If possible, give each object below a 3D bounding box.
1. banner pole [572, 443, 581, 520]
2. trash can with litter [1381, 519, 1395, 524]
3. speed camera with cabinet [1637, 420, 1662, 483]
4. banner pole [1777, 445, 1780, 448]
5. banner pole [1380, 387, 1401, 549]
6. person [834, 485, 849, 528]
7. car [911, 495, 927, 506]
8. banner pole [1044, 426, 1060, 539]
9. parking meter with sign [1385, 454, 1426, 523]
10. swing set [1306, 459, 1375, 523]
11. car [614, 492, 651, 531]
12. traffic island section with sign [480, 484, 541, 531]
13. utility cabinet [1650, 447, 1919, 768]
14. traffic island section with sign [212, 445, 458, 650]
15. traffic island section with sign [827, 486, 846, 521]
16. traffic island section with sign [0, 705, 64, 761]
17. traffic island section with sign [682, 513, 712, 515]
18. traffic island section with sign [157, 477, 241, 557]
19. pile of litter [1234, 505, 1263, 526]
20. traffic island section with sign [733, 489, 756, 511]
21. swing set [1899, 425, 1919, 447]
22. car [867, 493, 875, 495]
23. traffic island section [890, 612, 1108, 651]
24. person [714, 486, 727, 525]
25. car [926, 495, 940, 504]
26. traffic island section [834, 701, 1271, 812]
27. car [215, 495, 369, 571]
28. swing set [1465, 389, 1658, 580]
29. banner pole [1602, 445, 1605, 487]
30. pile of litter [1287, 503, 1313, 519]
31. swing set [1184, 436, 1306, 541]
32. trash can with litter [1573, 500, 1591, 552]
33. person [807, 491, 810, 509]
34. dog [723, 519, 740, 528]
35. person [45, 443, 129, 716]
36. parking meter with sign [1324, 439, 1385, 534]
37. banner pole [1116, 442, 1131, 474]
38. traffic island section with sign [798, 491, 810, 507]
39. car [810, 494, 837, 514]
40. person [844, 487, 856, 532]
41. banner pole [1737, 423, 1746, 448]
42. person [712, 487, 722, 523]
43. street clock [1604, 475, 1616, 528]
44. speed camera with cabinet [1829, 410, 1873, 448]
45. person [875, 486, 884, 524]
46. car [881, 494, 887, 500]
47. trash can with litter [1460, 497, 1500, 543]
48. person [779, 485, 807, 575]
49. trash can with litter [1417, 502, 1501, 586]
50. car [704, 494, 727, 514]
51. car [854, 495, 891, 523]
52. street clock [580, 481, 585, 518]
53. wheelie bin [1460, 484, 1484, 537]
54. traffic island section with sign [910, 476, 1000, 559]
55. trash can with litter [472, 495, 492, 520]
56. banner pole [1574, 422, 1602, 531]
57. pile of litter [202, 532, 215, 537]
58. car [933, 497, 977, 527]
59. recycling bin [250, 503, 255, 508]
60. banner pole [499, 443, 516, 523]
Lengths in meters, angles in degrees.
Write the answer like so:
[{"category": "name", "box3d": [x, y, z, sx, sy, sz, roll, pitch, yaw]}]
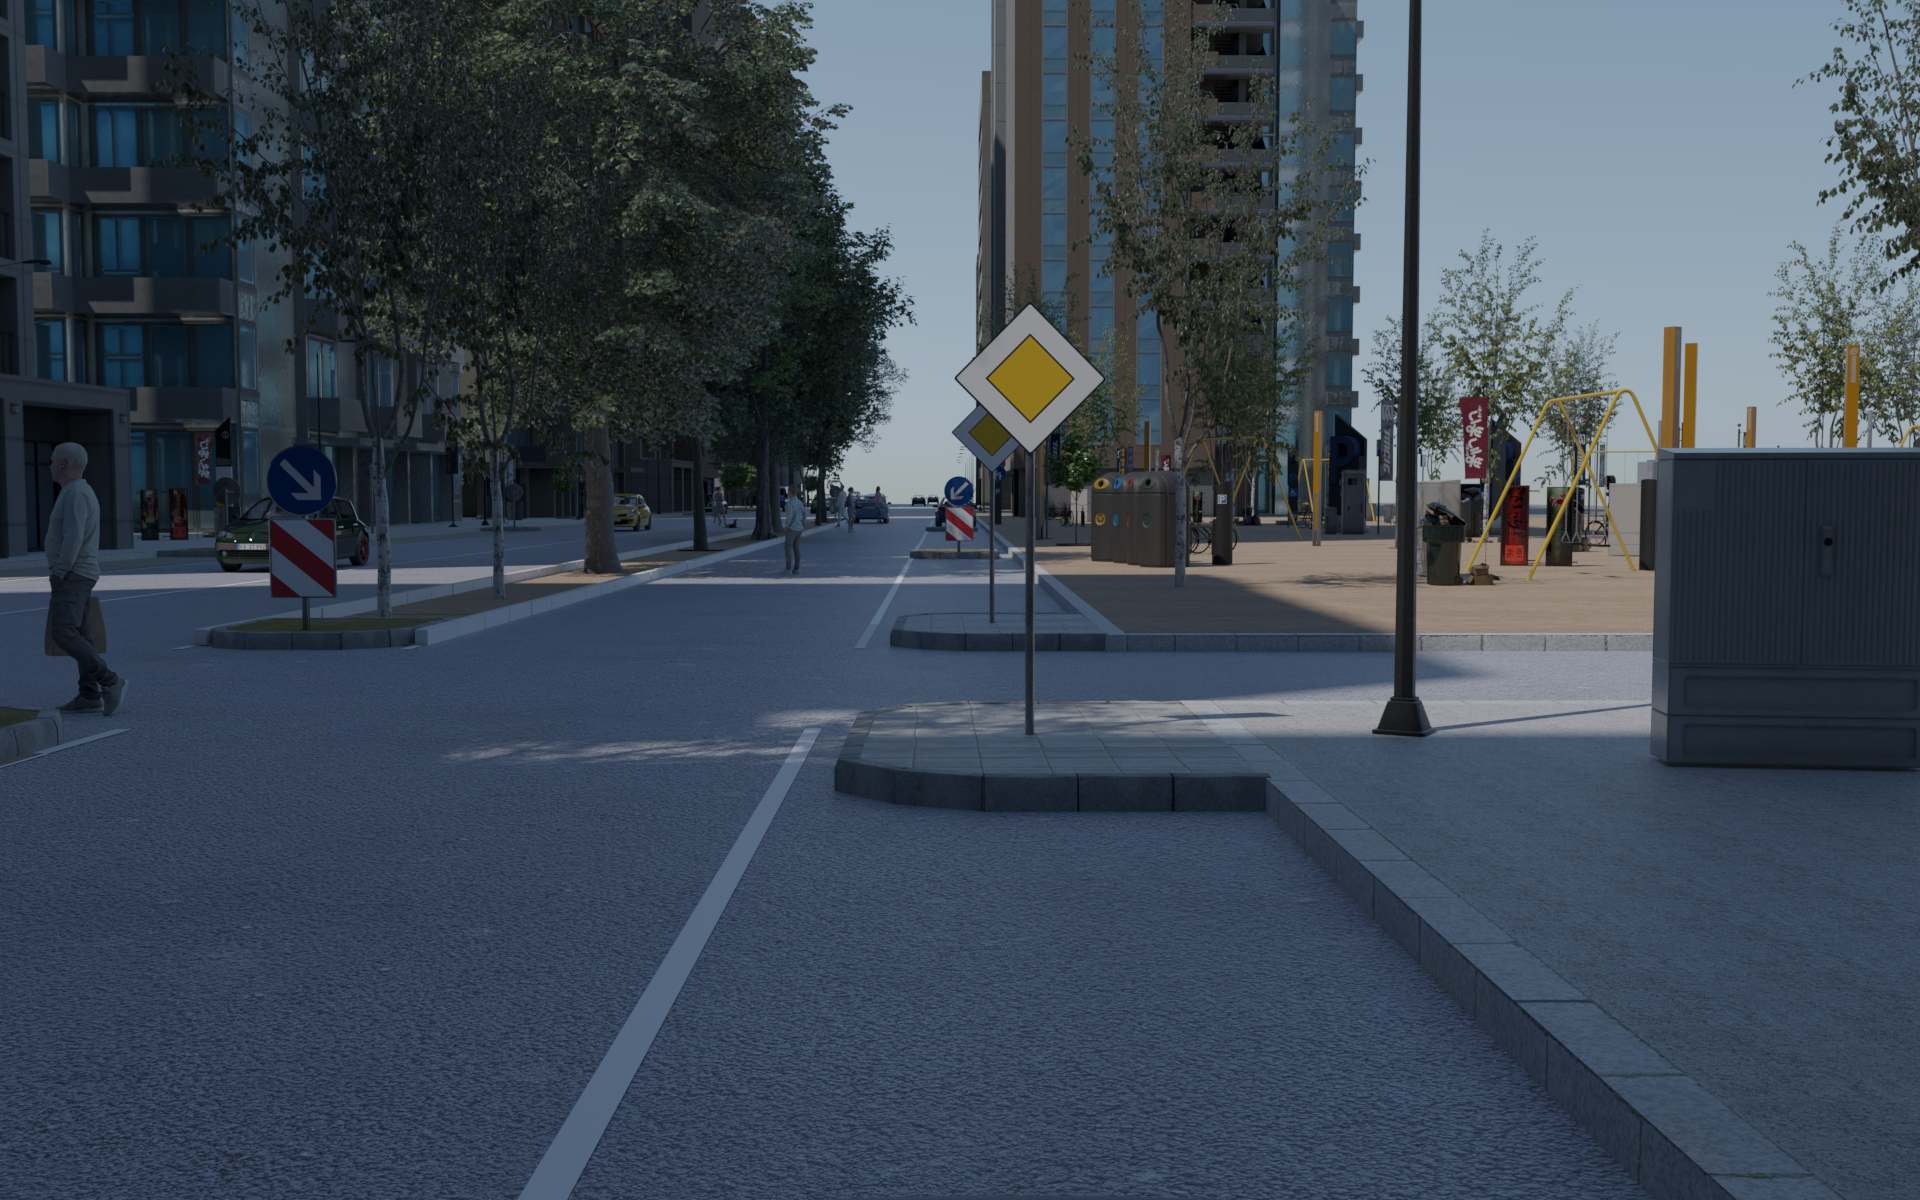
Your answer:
[{"category": "banner pole", "box3d": [-19.036, -5.856, 85.764, 0.401, 3.779, 0.863, -1, 4, -18]}, {"category": "trash can with litter", "box3d": [18.647, -3.858, 74.133, 1.678, 1.210, 2.233, 1, 4, 21]}, {"category": "speed camera with cabinet", "box3d": [19.306, -3.216, 46.911, 2.038, 3.252, 0.660, -2, 4, -24]}, {"category": "banner pole", "box3d": [41.771, -6.057, 89.046, 0.863, 3.779, 0.401, 2, 4, 29]}, {"category": "banner pole", "box3d": [10.097, -3.090, 40.544, 0.863, 3.779, 0.401, -2, 4, -35]}, {"category": "person", "box3d": [-4.986, -4.021, 74.116, 0.818, 1.842, 0.514, 0, 4, 7]}, {"category": "car", "box3d": [-4.978, -12.043, 209.482, 1.945, 1.354, 3.894, 0, 4, -1]}, {"category": "banner pole", "box3d": [2.609, -3.620, 49.204, 0.401, 3.779, 0.863, -2, 4, -33]}, {"category": "parking meter with sign", "box3d": [19.675, -4.919, 76.693, 1.738, 3.016, 0.543, 2, 4, 33]}, {"category": "swing set", "box3d": [16.584, -4.896, 77.662, 3.119, 2.851, 2.862, -1, 4, -12]}, {"category": "car", "box3d": [-13.173, -3.512, 67.640, 2.015, 1.641, 3.980, 0, 4, -1]}, {"category": "traffic island section with sign", "box3d": [-17.294, -3.564, 66.896, 1.989, 1.847, 2.006, 0, 4, 0]}, {"category": "utility cabinet", "box3d": [3.913, 0.033, 8.138, 1.173, 1.500, 0.318, 0, 4, 8]}, {"category": "traffic island section with sign", "box3d": [-6.159, -0.533, 16.855, 2.006, 1.907, 1.989, 0, 4, 0]}, {"category": "traffic island section with sign", "box3d": [-6.672, -5.129, 91.991, 2.006, 1.907, 1.989, 0, 4, 0]}, {"category": "traffic island section with sign", "box3d": [-6.119, -0.080, 9.448, 2.006, 1.907, 1.989, 0, 4, 0]}, {"category": "traffic island section with sign", "box3d": [-17.632, -6.626, 116.969, 1.989, 1.847, 2.006, 0, 4, 0]}, {"category": "traffic island section with sign", "box3d": [-17.107, -1.915, 39.941, 1.989, 1.847, 2.006, 0, 4, 0]}, {"category": "pile of litter", "box3d": [11.508, -3.448, 70.334, 1.719, 0.858, 1.176, 0, 4, -5]}, {"category": "traffic island section with sign", "box3d": [-17.813, -8.288, 144.140, 1.989, 1.847, 2.006, 0, 4, 0]}, {"category": "swing set", "box3d": [21.614, -2.479, 38.152, 2.862, 2.851, 3.119, 0, 4, 4]}, {"category": "car", "box3d": [-9.687, -11.178, 192.348, 1.945, 1.707, 3.694, 0, 4, 2]}, {"category": "traffic island section", "box3d": [0.338, 0.308, 17.237, 2.009, 0.180, 2.903, 0, 4, 0]}, {"category": "person", "box3d": [-10.977, -4.318, 79.441, 0.599, 1.781, 0.374, 2, 4, 24]}, {"category": "car", "box3d": [-3.860, -14.431, 248.519, 1.945, 1.354, 3.894, 0, 3, 0]}, {"category": "traffic island section", "box3d": [0.392, 0.797, 9.252, 2.009, 0.180, 2.903, 0, 4, 0]}, {"category": "car", "box3d": [-12.792, -1.440, 33.332, 2.009, 1.686, 4.222, 0, 4, 0]}, {"category": "swing set", "box3d": [9.814, -1.798, 27.025, 2.862, 2.851, 3.119, 0, 4, -2]}, {"category": "banner pole", "box3d": [28.373, -5.308, 76.808, 0.863, 3.779, 0.401, -3, 4, -39]}, {"category": "pile of litter", "box3d": [17.849, -4.632, 89.706, 1.719, 0.858, 1.176, 3, 4, 36]}, {"category": "swing set", "box3d": [7.421, -3.096, 48.244, 2.862, 2.851, 3.119, -2, 4, -27]}, {"category": "trash can with litter", "box3d": [13.654, -1.664, 38.600, 0.624, 1.170, 1.055, 3, 5, 40]}, {"category": "person", "box3d": [-14.348, -9.504, 164.602, 0.721, 1.735, 1.217, 0, 4, -2]}, {"category": "dog", "box3d": [-9.578, -3.205, 72.600, 0.748, 0.427, 0.550, 3, 4, 38]}, {"category": "person", "box3d": [-5.775, -0.148, 11.411, 0.515, 1.767, 0.782, -2, 4, -24]}, {"category": "parking meter with sign", "box3d": [12.502, -3.600, 55.128, 1.738, 3.016, 0.543, 0, 4, 2]}, {"category": "banner pole", "box3d": [7.907, -5.698, 83.174, 0.863, 3.779, 0.401, 1, 4, 20]}, {"category": "traffic island section with sign", "box3d": [-18.166, -11.577, 197.911, 1.989, 1.847, 2.006, 0, 4, 0]}, {"category": "car", "box3d": [-10.038, -7.250, 127.337, 1.959, 1.807, 4.718, 0, 4, -1]}, {"category": "person", "box3d": [-4.089, -3.387, 64.876, 0.522, 1.701, 0.512, -1, 4, -18]}, {"category": "banner pole", "box3d": [27.787, -4.365, 61.383, 0.863, 3.779, 0.401, 0, 4, -7]}, {"category": "person", "box3d": [-11.805, -4.618, 84.234, 0.478, 1.798, 0.641, -3, 4, -38]}, {"category": "street clock", "box3d": [24.923, -3.785, 66.462, 0.358, 2.002, 0.471, -1, 4, -12]}, {"category": "speed camera with cabinet", "box3d": [20.750, -2.842, 40.808, 2.038, 3.252, 0.660, 0, 4, 7]}, {"category": "person", "box3d": [-3.894, -4.572, 83.265, 0.388, 1.821, 0.555, 1, 4, 22]}, {"category": "car", "box3d": [-10.822, -13.703, 233.084, 2.155, 1.783, 4.494, 0, 4, -1]}, {"category": "trash can with litter", "box3d": [13.650, -2.116, 45.656, 2.233, 1.210, 1.678, 0, 4, -7]}, {"category": "person", "box3d": [-2.981, -1.265, 30.998, 0.330, 1.601, 0.589, 3, 4, 38]}, {"category": "trash can with litter", "box3d": [7.030, -0.797, 24.422, 1.055, 1.170, 0.624, 0, 4, -8]}, {"category": "car", "box3d": [-17.473, -6.868, 122.084, 2.009, 1.686, 4.222, 0, 3, 0]}, {"category": "car", "box3d": [-4.422, -4.535, 86.150, 2.014, 1.417, 4.499, 0, 4, -1]}, {"category": "street clock", "box3d": [-20.218, -5.382, 92.568, 0.358, 2.002, 0.471, -1, 4, -16]}, {"category": "wheelie bin", "box3d": [15.291, -2.691, 51.900, 0.980, 1.594, 0.693, 0, 3, 0]}, {"category": "traffic island section with sign", "box3d": [-0.130, -1.857, 38.984, 1.989, 1.847, 2.006, 0, 4, 0]}, {"category": "trash can with litter", "box3d": [-24.009, -4.701, 87.920, 1.678, 1.210, 2.233, -2, 4, -34]}, {"category": "banner pole", "box3d": [21.732, -4.301, 60.336, 0.401, 3.779, 0.863, -2, 4, -35]}, {"category": "pile of litter", "box3d": [-21.840, -2.283, 51.295, 1.176, 0.858, 1.719, -2, 4, -26]}, {"category": "car", "box3d": [-0.201, -3.816, 74.977, 1.945, 1.354, 3.894, 0, 4, -2]}, {"category": "recycling bin", "box3d": [-19.433, -2.198, 48.487, 0.722, 1.027, 0.722, -1, 4, -14]}, {"category": "banner pole", "box3d": [-19.814, -5.255, 75.928, 0.401, 3.779, 0.863, 3, 5, 42]}]
